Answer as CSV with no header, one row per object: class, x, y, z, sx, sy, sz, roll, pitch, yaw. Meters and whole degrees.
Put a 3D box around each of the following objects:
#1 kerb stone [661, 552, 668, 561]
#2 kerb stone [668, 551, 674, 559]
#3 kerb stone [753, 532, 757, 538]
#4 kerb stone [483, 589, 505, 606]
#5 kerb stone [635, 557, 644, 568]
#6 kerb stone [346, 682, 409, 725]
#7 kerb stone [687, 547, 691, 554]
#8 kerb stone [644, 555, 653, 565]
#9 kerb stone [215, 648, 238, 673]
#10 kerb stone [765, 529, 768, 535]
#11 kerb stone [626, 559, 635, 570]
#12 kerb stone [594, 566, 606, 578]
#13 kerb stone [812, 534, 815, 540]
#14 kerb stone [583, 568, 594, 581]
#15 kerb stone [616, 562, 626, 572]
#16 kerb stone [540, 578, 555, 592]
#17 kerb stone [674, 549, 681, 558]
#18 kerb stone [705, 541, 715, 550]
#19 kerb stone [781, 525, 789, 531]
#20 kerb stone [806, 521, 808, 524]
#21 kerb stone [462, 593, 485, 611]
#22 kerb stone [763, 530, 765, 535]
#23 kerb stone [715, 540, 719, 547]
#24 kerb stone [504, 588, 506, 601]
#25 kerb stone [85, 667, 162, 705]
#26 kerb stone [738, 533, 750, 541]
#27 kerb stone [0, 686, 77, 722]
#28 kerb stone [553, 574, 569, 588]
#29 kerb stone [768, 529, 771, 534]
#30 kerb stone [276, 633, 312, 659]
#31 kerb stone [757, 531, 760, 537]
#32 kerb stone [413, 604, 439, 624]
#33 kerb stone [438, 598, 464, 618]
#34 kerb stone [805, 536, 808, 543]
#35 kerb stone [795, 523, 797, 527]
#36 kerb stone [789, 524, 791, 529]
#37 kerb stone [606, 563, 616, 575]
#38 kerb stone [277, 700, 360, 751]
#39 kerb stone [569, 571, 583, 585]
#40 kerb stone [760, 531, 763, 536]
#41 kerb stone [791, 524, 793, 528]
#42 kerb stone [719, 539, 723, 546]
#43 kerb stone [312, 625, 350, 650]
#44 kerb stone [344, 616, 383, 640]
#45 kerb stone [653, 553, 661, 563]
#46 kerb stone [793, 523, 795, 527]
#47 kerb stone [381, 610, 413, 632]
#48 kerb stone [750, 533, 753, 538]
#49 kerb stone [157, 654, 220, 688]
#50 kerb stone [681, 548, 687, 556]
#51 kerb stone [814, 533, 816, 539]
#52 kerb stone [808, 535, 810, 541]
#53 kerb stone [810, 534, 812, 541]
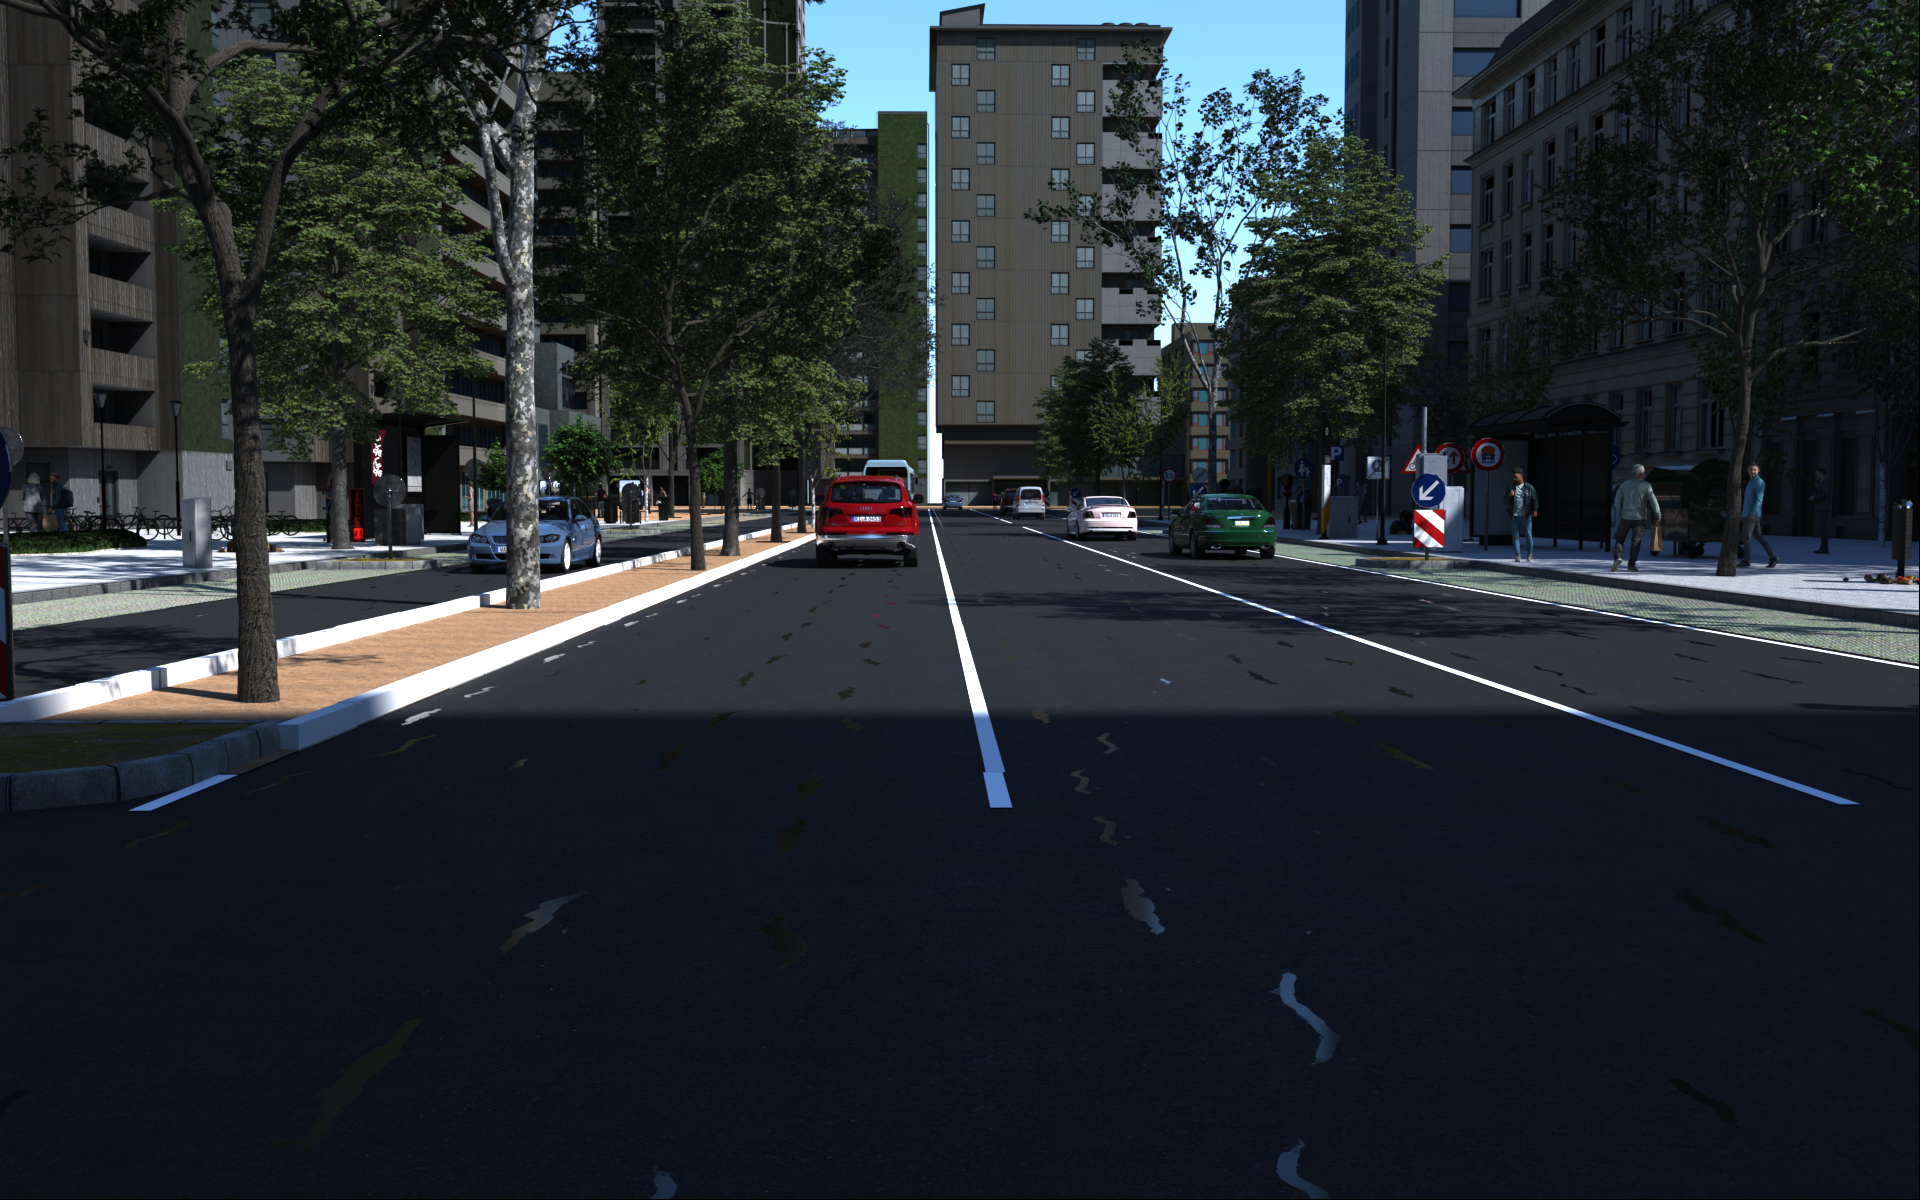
kerb stone,-6.398,-0.888,36.780,0.120,0.150,1.000,0,4,-1
kerb stone,-6.424,-0.954,37.806,0.120,0.150,1.000,0,4,-1
kerb stone,-6.795,-2.083,56.255,0.120,0.150,1.000,0,4,-1
kerb stone,-6.104,-0.014,22.430,0.120,0.150,1.000,0,4,-1
kerb stone,-6.333,-0.704,33.709,0.120,0.150,1.000,0,4,-1
kerb stone,-3.783,0.674,11.172,0.120,0.150,1.000,0,4,-1
kerb stone,-6.482,-1.140,40.877,0.120,0.150,1.000,0,4,-1
kerb stone,-6.352,-0.767,34.732,0.120,0.150,1.000,0,4,-1
kerb stone,-5.942,0.489,14.207,0.120,0.150,1.000,0,4,-1
kerb stone,-6.875,-2.334,60.351,0.120,0.150,1.000,0,4,-1
kerb stone,-6.323,-0.633,32.688,0.120,0.150,1.000,0,4,-1
kerb stone,-6.254,-0.454,29.614,0.120,0.150,1.000,0,4,-1
kerb stone,-4.636,-1.893,53.195,0.120,0.150,1.000,0,4,-1
kerb stone,-6.233,-0.390,28.585,0.120,0.150,1.000,0,4,-1
kerb stone,-6.297,-0.579,31.665,0.120,0.150,1.000,0,4,-1
kerb stone,-6.169,-0.202,25.499,0.120,0.150,1.000,0,4,-1
kerb stone,-6.439,-1.016,38.828,0.120,0.150,1.000,0,4,-1
kerb stone,-6.563,-1.394,44.991,0.120,0.150,1.000,0,4,-1
kerb stone,-7.067,-2.899,69.586,0.120,0.150,1.000,0,4,-1
kerb stone,-7.339,-3.713,82.908,0.120,0.150,1.000,0,4,-1
kerb stone,-6.091,0.050,21.403,0.120,0.150,1.000,0,4,-1
kerb stone,-6.864,-2.271,59.325,0.120,0.150,1.000,0,4,-1
kerb stone,-6.585,-1.457,46.013,0.120,0.150,1.000,0,4,-1
kerb stone,-6.133,-0.077,23.455,0.120,0.150,1.000,0,4,-1
kerb stone,-5.904,0.614,12.156,0.120,0.150,1.000,0,4,-1
kerb stone,-6.757,-1.958,54.205,0.120,0.150,1.000,0,4,-1
kerb stone,-5.886,0.682,11.131,0.120,0.150,1.000,0,4,-1
kerb stone,-6.194,-0.264,26.534,0.120,0.150,1.000,0,4,-1
kerb stone,-6.904,-2.395,61.373,0.120,0.150,1.000,0,4,-1
kerb stone,-5.962,0.426,15.238,0.120,0.150,1.000,0,4,-1
kerb stone,-6.818,-2.146,57.278,0.120,0.150,1.000,0,4,-1
kerb stone,-6.046,0.180,19.344,0.120,0.150,1.000,0,4,-1
kerb stone,-6.060,0.115,20.381,0.120,0.150,1.000,0,4,-1
kerb stone,-4.570,-1.706,50.123,0.120,0.150,1.000,0,4,-1
kerb stone,-7.148,-3.149,73.682,0.120,0.150,1.000,0,4,-1
kerb stone,-7.094,-2.961,70.608,0.120,0.150,1.000,0,4,-1
kerb stone,-6.273,-0.517,30.643,0.120,0.150,1.000,0,4,-1
kerb stone,-3.752,0.737,10.138,0.120,0.150,1.000,0,4,-1
kerb stone,-6.204,-0.328,27.556,0.120,0.150,1.000,0,4,-1
kerb stone,-6.839,-2.208,58.301,0.120,0.150,1.000,0,4,-1
kerb stone,-7.107,-3.024,71.631,0.120,0.150,1.000,0,4,-1
kerb stone,-6.606,-1.517,47.035,0.120,0.150,1.000,0,4,-1
kerb stone,-5.976,0.369,16.263,0.120,0.150,1.000,0,4,-1
kerb stone,-6.004,0.300,17.285,0.120,0.150,1.000,0,4,-1
kerb stone,-6.370,-0.829,35.754,0.120,0.150,1.000,0,4,-1
kerb stone,-7.125,-3.086,72.655,0.120,0.150,1.000,0,4,-1
kerb stone,-6.022,0.238,18.307,0.120,0.150,1.000,0,4,-1
kerb stone,-6.778,-2.020,55.227,0.120,0.150,1.000,0,4,-1
kerb stone,-5.920,0.552,13.181,0.120,0.150,1.000,0,4,-1
kerb stone,-6.458,-1.076,39.850,0.120,0.150,1.000,0,4,-1
kerb stone,-4.654,-1.957,54.220,0.120,0.150,1.000,0,4,-1
kerb stone,-4.591,-1.766,51.146,0.120,0.150,1.000,0,4,-1
kerb stone,-4.618,-1.833,52.173,0.120,0.150,1.000,0,4,-1
